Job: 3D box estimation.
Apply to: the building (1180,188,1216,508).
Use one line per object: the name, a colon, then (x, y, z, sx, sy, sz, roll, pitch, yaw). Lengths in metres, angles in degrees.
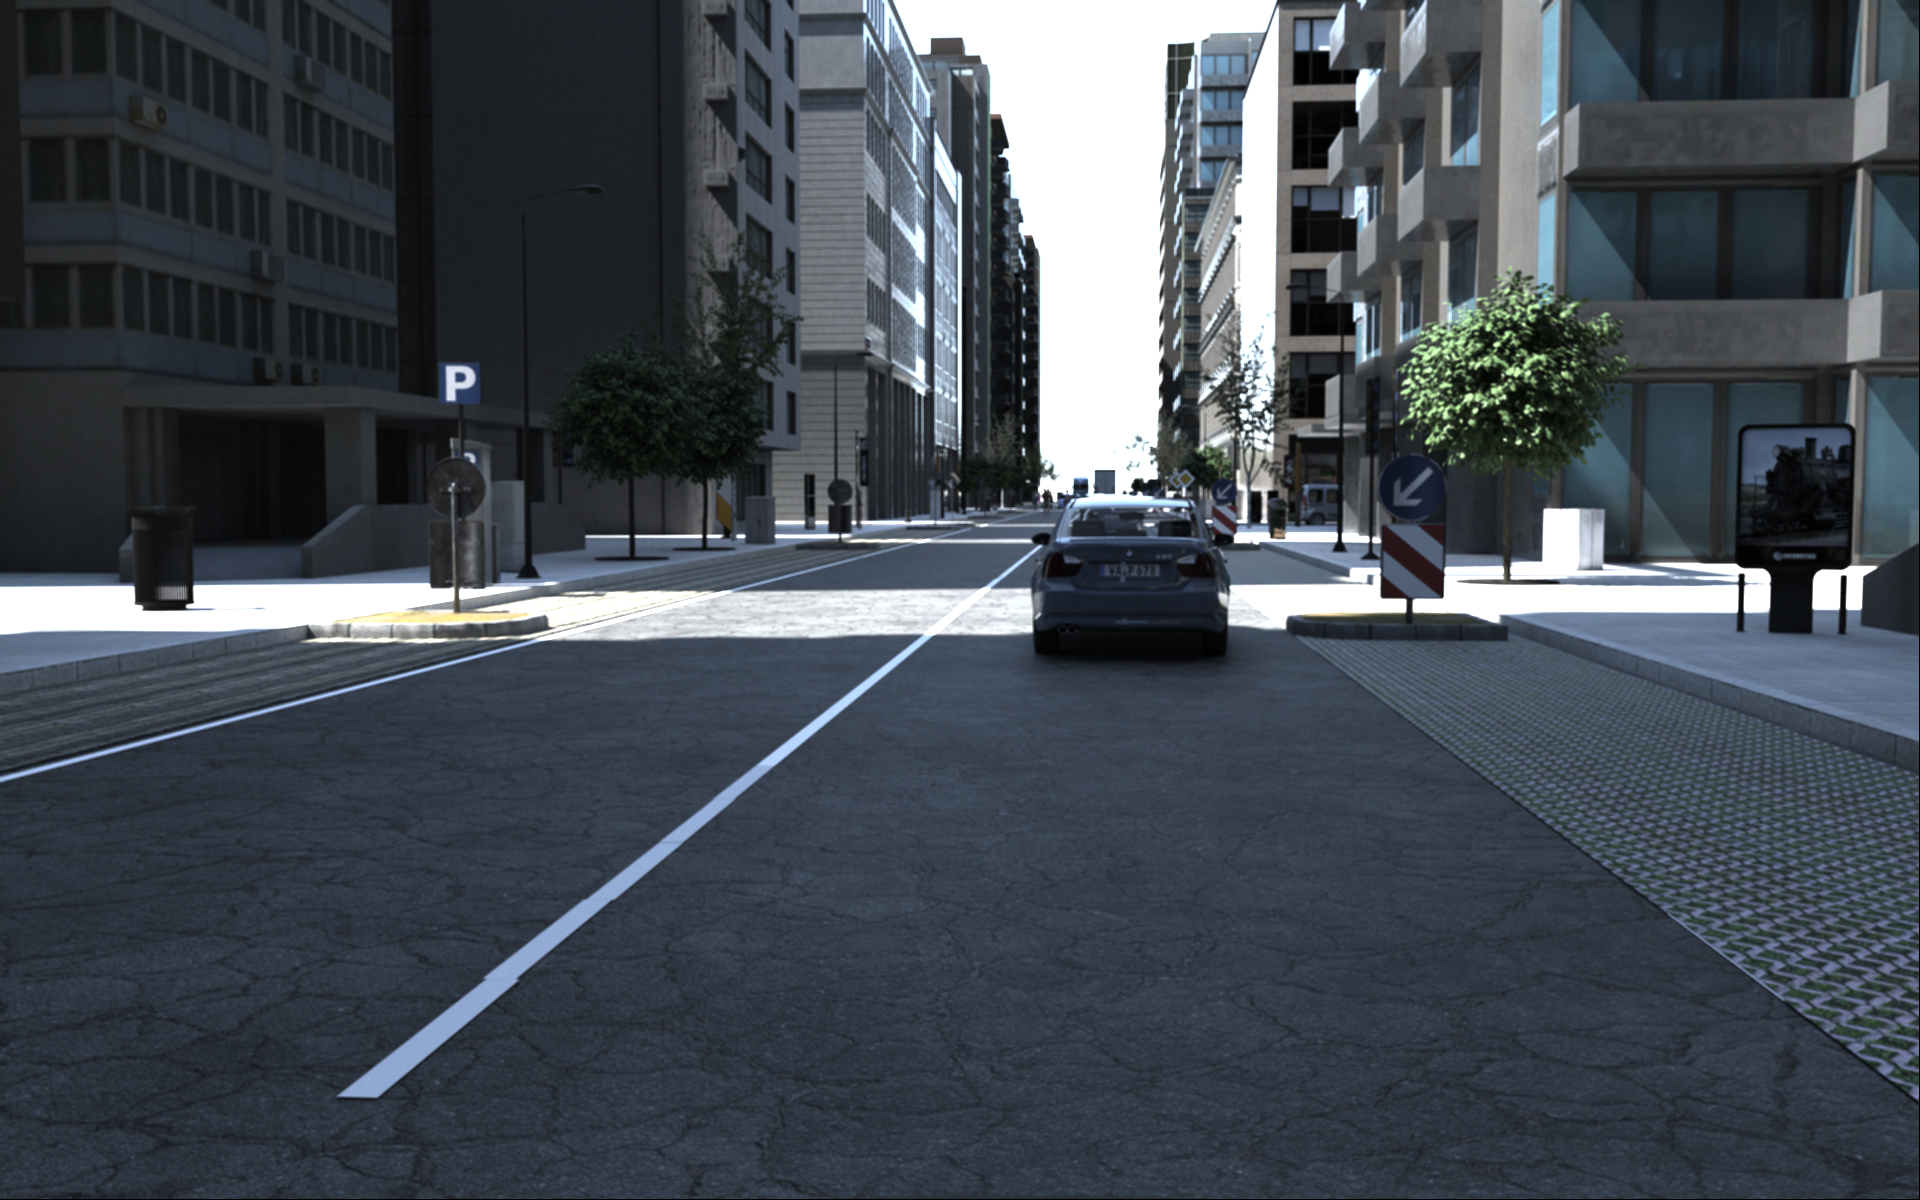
building: (28.103, -24.075, 165.335, 14.160, 30.474, 14.107, 0, 4, 5)

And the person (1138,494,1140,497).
person: (16.559, -9.105, 160.620, 0.557, 1.426, 1.065, 3, 5, 43)

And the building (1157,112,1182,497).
building: (35.440, -36.049, 213.096, 21.300, 48.544, 21.600, 0, 4, 5)

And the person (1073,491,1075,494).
person: (13.935, -12.343, 210.864, 0.434, 1.755, 0.990, 2, 4, 30)

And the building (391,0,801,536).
building: (-13.075, -17.626, 59.885, 14.107, 30.474, 14.160, 0, 4, 5)

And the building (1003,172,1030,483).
building: (-1.990, -38.794, 253.894, 23.786, 49.044, 30.456, 0, 4, 5)

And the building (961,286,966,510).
building: (-6.273, -18.848, 137.838, 12.332, 23.373, 15.834, 0, 4, 5)

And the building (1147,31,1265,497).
building: (40.325, -51.107, 273.852, 20.563, 71.187, 20.611, 0, 4, 5)

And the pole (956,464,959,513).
pole: (-0.172, -7.534, 117.027, 0.158, 3.312, 0.155, 0, 3, 0)

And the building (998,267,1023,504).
building: (0.564, -27.287, 217.836, 14.160, 30.474, 14.107, 0, 4, 5)

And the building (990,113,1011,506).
building: (-5.729, -33.136, 196.402, 22.147, 44.769, 28.867, 0, 4, 5)

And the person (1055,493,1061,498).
person: (11.938, -12.055, 206.324, 1.217, 1.736, 0.721, 1, 4, 13)

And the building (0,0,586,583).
building: (-25.293, -20.881, 33.284, 32.217, 40.220, 23.993, 0, 4, 5)

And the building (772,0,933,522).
building: (-8.512, -19.385, 94.443, 11.434, 29.767, 29.804, 0, 4, 5)

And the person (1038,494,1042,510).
person: (7.048, -8.722, 154.323, 0.991, 1.433, 0.599, 1, 4, 23)

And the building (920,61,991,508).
building: (-4.561, -29.157, 160.311, 14.154, 41.232, 14.086, 0, 4, 5)

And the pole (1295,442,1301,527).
pole: (13.349, -4.559, 68.381, 0.158, 3.312, 0.155, 0, 3, 0)

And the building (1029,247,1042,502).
building: (7.127, -40.025, 304.526, 14.600, 45.320, 14.200, 0, 4, 5)

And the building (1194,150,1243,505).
building: (26.995, -21.537, 128.544, 17.030, 29.872, 44.131, 0, 4, 5)

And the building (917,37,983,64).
building: (-4.304, -32.085, 174.698, 14.600, 45.320, 14.200, 0, 4, 5)

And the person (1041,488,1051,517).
person: (5.366, -6.028, 107.031, 0.573, 1.828, 0.580, 3, 5, 40)

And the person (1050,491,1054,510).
person: (8.484, -9.201, 159.644, 0.721, 1.735, 1.217, 0, 4, -6)

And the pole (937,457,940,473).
pole: (-1.190, -6.154, 94.456, 0.158, 3.312, 0.155, 0, 3, 0)

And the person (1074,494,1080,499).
person: (11.783, -9.923, 173.976, 0.697, 1.427, 0.421, -1, 4, -22)

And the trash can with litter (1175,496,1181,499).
trash can with litter: (15.697, -6.999, 125.814, 0.624, 1.170, 1.055, -1, 4, -16)

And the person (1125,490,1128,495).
person: (15.492, -9.337, 161.185, 0.705, 1.821, 1.348, -1, 4, -15)

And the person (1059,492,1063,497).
person: (11.829, -11.917, 204.127, 0.721, 1.735, 1.217, -1, 4, -20)

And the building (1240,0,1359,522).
building: (31.890, -17.204, 85.802, 34.151, 26.468, 19.350, 0, 4, 5)

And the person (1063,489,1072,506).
person: (6.290, -5.583, 100.612, 0.563, 1.720, 0.643, -2, 4, -35)

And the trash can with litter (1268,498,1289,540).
trash can with litter: (9.069, -2.300, 48.990, 0.624, 1.170, 1.055, 0, 4, 0)

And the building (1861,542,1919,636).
building: (24.252, -19.298, 7.411, 32.217, 40.220, 23.993, 0, 4, 5)

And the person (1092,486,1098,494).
person: (8.349, -5.989, 105.783, 0.474, 1.900, 0.648, -3, 4, -36)

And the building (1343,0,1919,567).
building: (21.515, -25.874, 42.650, 23.786, 49.044, 30.456, 0, 4, 5)

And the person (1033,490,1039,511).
person: (6.578, -8.623, 149.513, 0.581, 1.822, 0.654, 1, 4, 15)

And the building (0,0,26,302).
building: (-14.361, -21.710, 5.078, 14.600, 45.320, 14.200, 0, 4, 5)

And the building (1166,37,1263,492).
building: (34.592, -34.675, 186.545, 23.786, 49.044, 30.456, 0, 4, 5)

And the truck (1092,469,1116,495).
truck: (16.632, -12.870, 199.340, 2.839, 4.237, 11.283, 0, 4, 4)

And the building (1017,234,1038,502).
building: (1.342, -38.461, 283.456, 22.147, 44.769, 28.867, 0, 4, 5)

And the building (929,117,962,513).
building: (-6.735, -18.431, 119.361, 12.078, 24.808, 19.932, 0, 4, 5)

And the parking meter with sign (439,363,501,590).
parking meter with sign: (-6.724, -1.694, 23.950, 0.543, 3.016, 1.738, 0, 4, -5)

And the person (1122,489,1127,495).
person: (13.112, -7.969, 138.573, 0.755, 1.850, 0.659, -1, 4, -11)

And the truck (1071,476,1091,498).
truck: (18.164, -16.679, 262.465, 2.967, 4.110, 18.799, 0, 4, 3)
